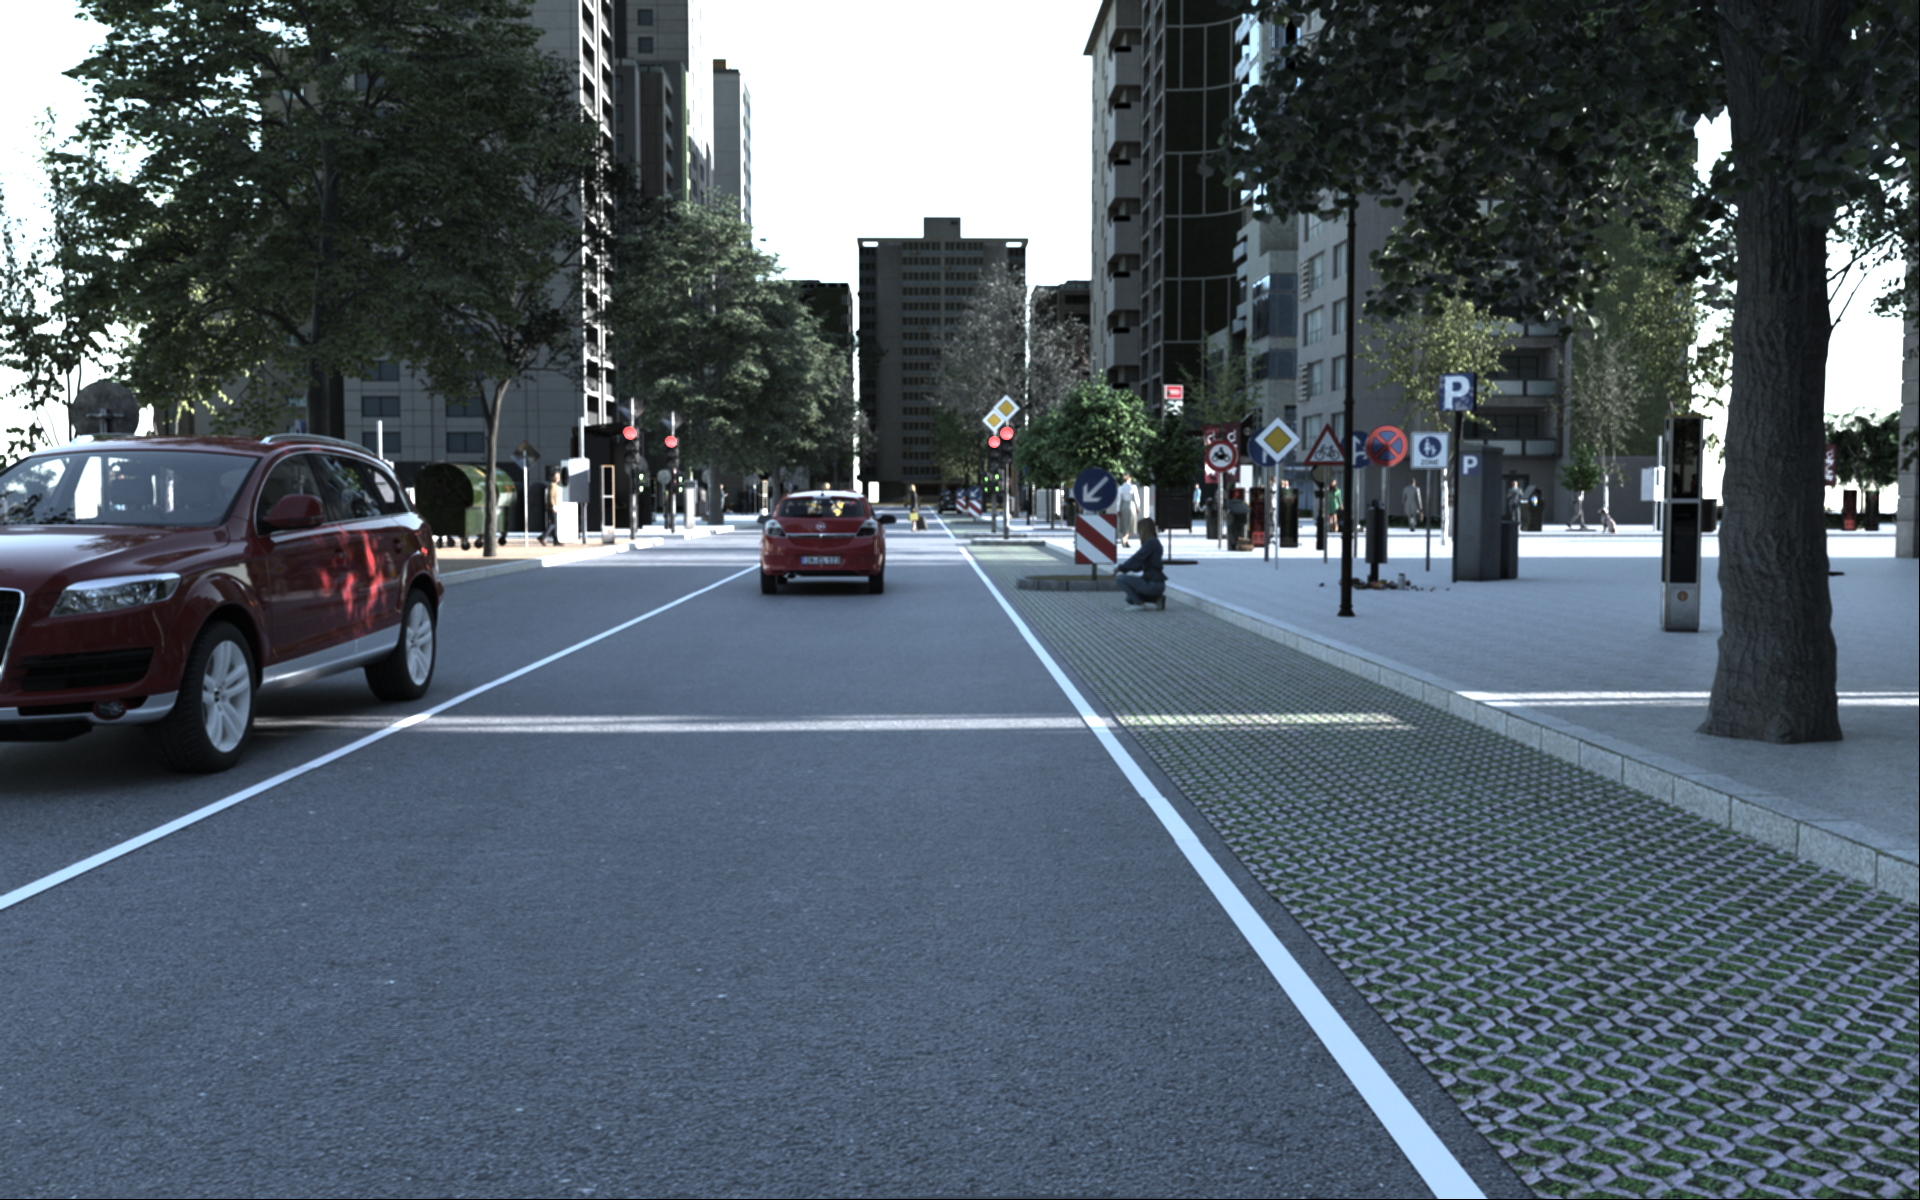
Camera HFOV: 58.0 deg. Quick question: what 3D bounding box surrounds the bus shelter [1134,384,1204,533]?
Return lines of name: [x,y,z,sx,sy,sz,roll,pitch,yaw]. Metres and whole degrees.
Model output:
bus shelter: [7.169,-5.094,60.921,2.179,5.291,8.768,0,4,-1]

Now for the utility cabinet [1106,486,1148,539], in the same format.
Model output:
utility cabinet: [4.753,-2.480,49.223,1.173,1.500,0.318,2,4,26]

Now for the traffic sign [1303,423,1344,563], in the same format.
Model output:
traffic sign: [6.760,-1.956,31.977,0.884,2.594,0.081,0,4,0]

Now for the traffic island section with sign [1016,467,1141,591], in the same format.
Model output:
traffic island section with sign: [1.868,-1.079,26.271,1.989,1.847,2.006,0,4,-1]

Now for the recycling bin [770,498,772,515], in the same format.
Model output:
recycling bin: [-11.278,-5.747,106.518,0.722,1.027,0.722,0,4,4]

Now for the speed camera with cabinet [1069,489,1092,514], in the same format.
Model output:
speed camera with cabinet: [5.793,-5.344,81.708,0.660,3.252,2.038,-1,4,-18]

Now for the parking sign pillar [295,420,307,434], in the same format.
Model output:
parking sign pillar: [-16.918,-3.459,45.023,1.447,3.967,1.447,-2,4,-29]

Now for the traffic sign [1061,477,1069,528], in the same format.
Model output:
traffic sign: [3.898,-4.050,66.326,0.768,2.556,0.104,0,4,6]

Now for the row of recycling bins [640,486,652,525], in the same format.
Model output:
row of recycling bins: [-13.827,-3.928,71.335,1.069,1.692,3.534,2,4,23]

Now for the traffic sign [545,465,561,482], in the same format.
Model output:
traffic sign: [-14.482,-3.647,61.751,0.606,2.300,0.079,0,4,4]

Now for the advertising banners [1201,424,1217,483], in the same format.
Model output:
advertising banners: [7.020,-2.914,43.830,2.074,3.025,0.090,-1,4,-18]

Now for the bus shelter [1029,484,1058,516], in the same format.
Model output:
bus shelter: [4.674,-6.674,100.406,1.731,3.624,6.357,0,4,-2]

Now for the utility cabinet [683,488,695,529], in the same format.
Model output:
utility cabinet: [-9.936,-3.350,63.443,0.318,1.500,1.173,-1,4,-14]

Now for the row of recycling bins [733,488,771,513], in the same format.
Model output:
row of recycling bins: [-13.946,-6.897,119.879,3.534,1.692,1.069,0,4,-7]

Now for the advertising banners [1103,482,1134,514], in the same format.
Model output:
advertising banners: [6.497,-4.535,70.336,0.090,3.025,2.074,3,5,44]

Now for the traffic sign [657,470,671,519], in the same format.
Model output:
traffic sign: [-15.332,-5.481,89.723,0.768,2.556,0.104,0,4,7]

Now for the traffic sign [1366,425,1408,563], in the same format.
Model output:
traffic sign: [7.861,-1.948,31.955,0.768,2.556,0.104,0,4,5]

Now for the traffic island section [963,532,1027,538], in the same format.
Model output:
traffic island section: [1.135,-2.119,56.934,2.009,0.180,2.903,0,4,-1]

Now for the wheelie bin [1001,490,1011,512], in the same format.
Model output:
wheelie bin: [3.351,-7.048,123.143,0.980,1.594,0.693,-1,4,-16]

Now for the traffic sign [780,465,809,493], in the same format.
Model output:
traffic sign: [-11.778,-7.854,122.284,2.265,3.308,0.079,0,4,0]

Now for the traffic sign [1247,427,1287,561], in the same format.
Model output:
traffic sign: [5.840,-2.007,32.914,0.768,2.556,0.104,0,4,7]

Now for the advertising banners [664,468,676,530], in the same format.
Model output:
advertising banners: [-10.593,-4.118,63.509,0.090,3.025,2.074,0,4,4]

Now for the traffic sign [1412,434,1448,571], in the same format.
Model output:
traffic sign: [7.778,-1.627,28.734,0.606,2.300,0.079,0,4,7]

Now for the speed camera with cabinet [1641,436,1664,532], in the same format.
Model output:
speed camera with cabinet: [24.237,-3.980,59.404,2.038,3.252,0.660,-2,4,-32]

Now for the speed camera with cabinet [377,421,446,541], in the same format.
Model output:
speed camera with cabinet: [-15.191,-3.245,47.399,2.038,3.252,0.660,-2,4,-30]

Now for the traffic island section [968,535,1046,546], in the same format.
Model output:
traffic island section: [1.323,-1.631,48.951,2.009,0.180,2.903,0,4,-1]

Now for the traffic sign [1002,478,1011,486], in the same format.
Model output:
traffic sign: [2.882,-6.871,112.337,0.884,2.594,0.081,0,4,4]

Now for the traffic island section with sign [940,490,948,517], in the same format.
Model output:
traffic island section with sign: [-0.079,-6.121,108.708,1.989,1.847,2.006,0,4,-1]

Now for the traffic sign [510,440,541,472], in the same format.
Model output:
traffic sign: [-10.535,-2.583,41.965,0.795,2.593,0.064,1,4,8]

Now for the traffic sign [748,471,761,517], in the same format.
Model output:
traffic sign: [-11.441,-5.920,96.789,0.884,2.594,0.081,0,4,1]

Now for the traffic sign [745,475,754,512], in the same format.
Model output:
traffic sign: [-14.244,-7.188,117.635,0.768,2.556,0.104,0,4,0]

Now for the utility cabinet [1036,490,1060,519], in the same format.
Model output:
utility cabinet: [4.398,-4.783,86.874,1.173,1.500,0.318,2,4,30]

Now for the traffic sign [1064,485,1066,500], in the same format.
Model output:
traffic sign: [6.701,-6.739,110.281,0.768,2.556,0.104,1,4,8]

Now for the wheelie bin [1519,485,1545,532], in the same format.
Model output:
wheelie bin: [19.551,-3.134,59.155,0.693,1.594,0.980,-1,4,-10]

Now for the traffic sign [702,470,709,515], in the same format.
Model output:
traffic sign: [-13.077,-5.506,90.136,0.768,2.556,0.104,0,4,6]

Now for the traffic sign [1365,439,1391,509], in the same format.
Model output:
traffic sign: [8.106,-2.018,33.093,0.768,2.556,0.104,0,4,7]

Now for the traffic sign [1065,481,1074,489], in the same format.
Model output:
traffic sign: [6.004,-5.267,79.993,2.265,3.308,0.079,1,4,8]

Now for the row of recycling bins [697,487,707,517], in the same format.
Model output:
row of recycling bins: [-14.927,-5.587,98.455,1.069,1.692,3.534,-1,4,-9]

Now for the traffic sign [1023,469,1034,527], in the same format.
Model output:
traffic sign: [2.838,-4.099,67.124,0.768,2.556,0.104,0,3,0]

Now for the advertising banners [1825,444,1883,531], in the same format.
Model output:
advertising banners: [30.988,-3.916,60.217,2.074,3.025,0.090,0,4,6]

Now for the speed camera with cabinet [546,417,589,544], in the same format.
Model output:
speed camera with cabinet: [-10.285,-3.117,45.299,0.660,3.252,2.038,-2,4,-30]

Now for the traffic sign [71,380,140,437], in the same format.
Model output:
traffic sign: [-9.565,-1.180,19.399,0.768,2.556,0.104,0,4,-1]

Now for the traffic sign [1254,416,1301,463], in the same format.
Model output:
traffic sign: [5.384,-1.808,29.300,0.795,2.593,0.064,0,4,5]

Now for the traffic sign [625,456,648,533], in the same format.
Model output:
traffic sign: [-10.567,-3.449,56.497,0.768,2.556,0.104,0,4,5]

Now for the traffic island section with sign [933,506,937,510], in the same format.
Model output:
traffic island section with sign: [-1.268,-9.176,158.660,1.989,1.847,2.006,0,4,-1]

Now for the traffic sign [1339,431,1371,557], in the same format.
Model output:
traffic sign: [8.012,-2.135,35.019,0.768,2.556,0.104,0,4,2]

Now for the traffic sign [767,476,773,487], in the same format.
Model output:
traffic sign: [-13.366,-7.455,121.888,0.884,2.594,0.081,0,4,4]

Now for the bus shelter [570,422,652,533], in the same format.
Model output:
bus shelter: [-11.909,-4.173,59.510,1.731,3.624,6.357,0,4,-1]

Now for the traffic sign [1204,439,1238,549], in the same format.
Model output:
traffic sign: [6.050,-2.454,40.234,0.768,2.556,0.104,0,4,4]

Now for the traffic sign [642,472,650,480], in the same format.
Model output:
traffic sign: [-14.627,-4.861,79.581,0.768,2.556,0.104,0,3,0]

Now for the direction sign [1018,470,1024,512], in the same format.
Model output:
direction sign: [4.467,-8.246,126.821,0.379,3.537,0.876,-2,4,-30]

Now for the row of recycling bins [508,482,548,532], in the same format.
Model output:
row of recycling bins: [-15.390,-3.190,59.271,3.534,1.692,1.069,2,4,35]

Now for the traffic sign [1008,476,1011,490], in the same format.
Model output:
traffic sign: [3.455,-7.621,124.709,0.768,2.556,0.104,0,4,4]

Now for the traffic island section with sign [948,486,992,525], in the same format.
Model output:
traffic island section with sign: [0.555,-4.459,81.526,1.989,1.847,2.006,0,4,-1]

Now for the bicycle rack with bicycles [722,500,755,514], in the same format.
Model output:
bicycle rack with bicycles: [-14.816,-6.109,113.262,2.925,0.926,2.852,0,4,-4]

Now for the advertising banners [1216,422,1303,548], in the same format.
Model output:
advertising banners: [7.234,-2.784,41.707,2.074,3.025,0.090,2,4,29]
